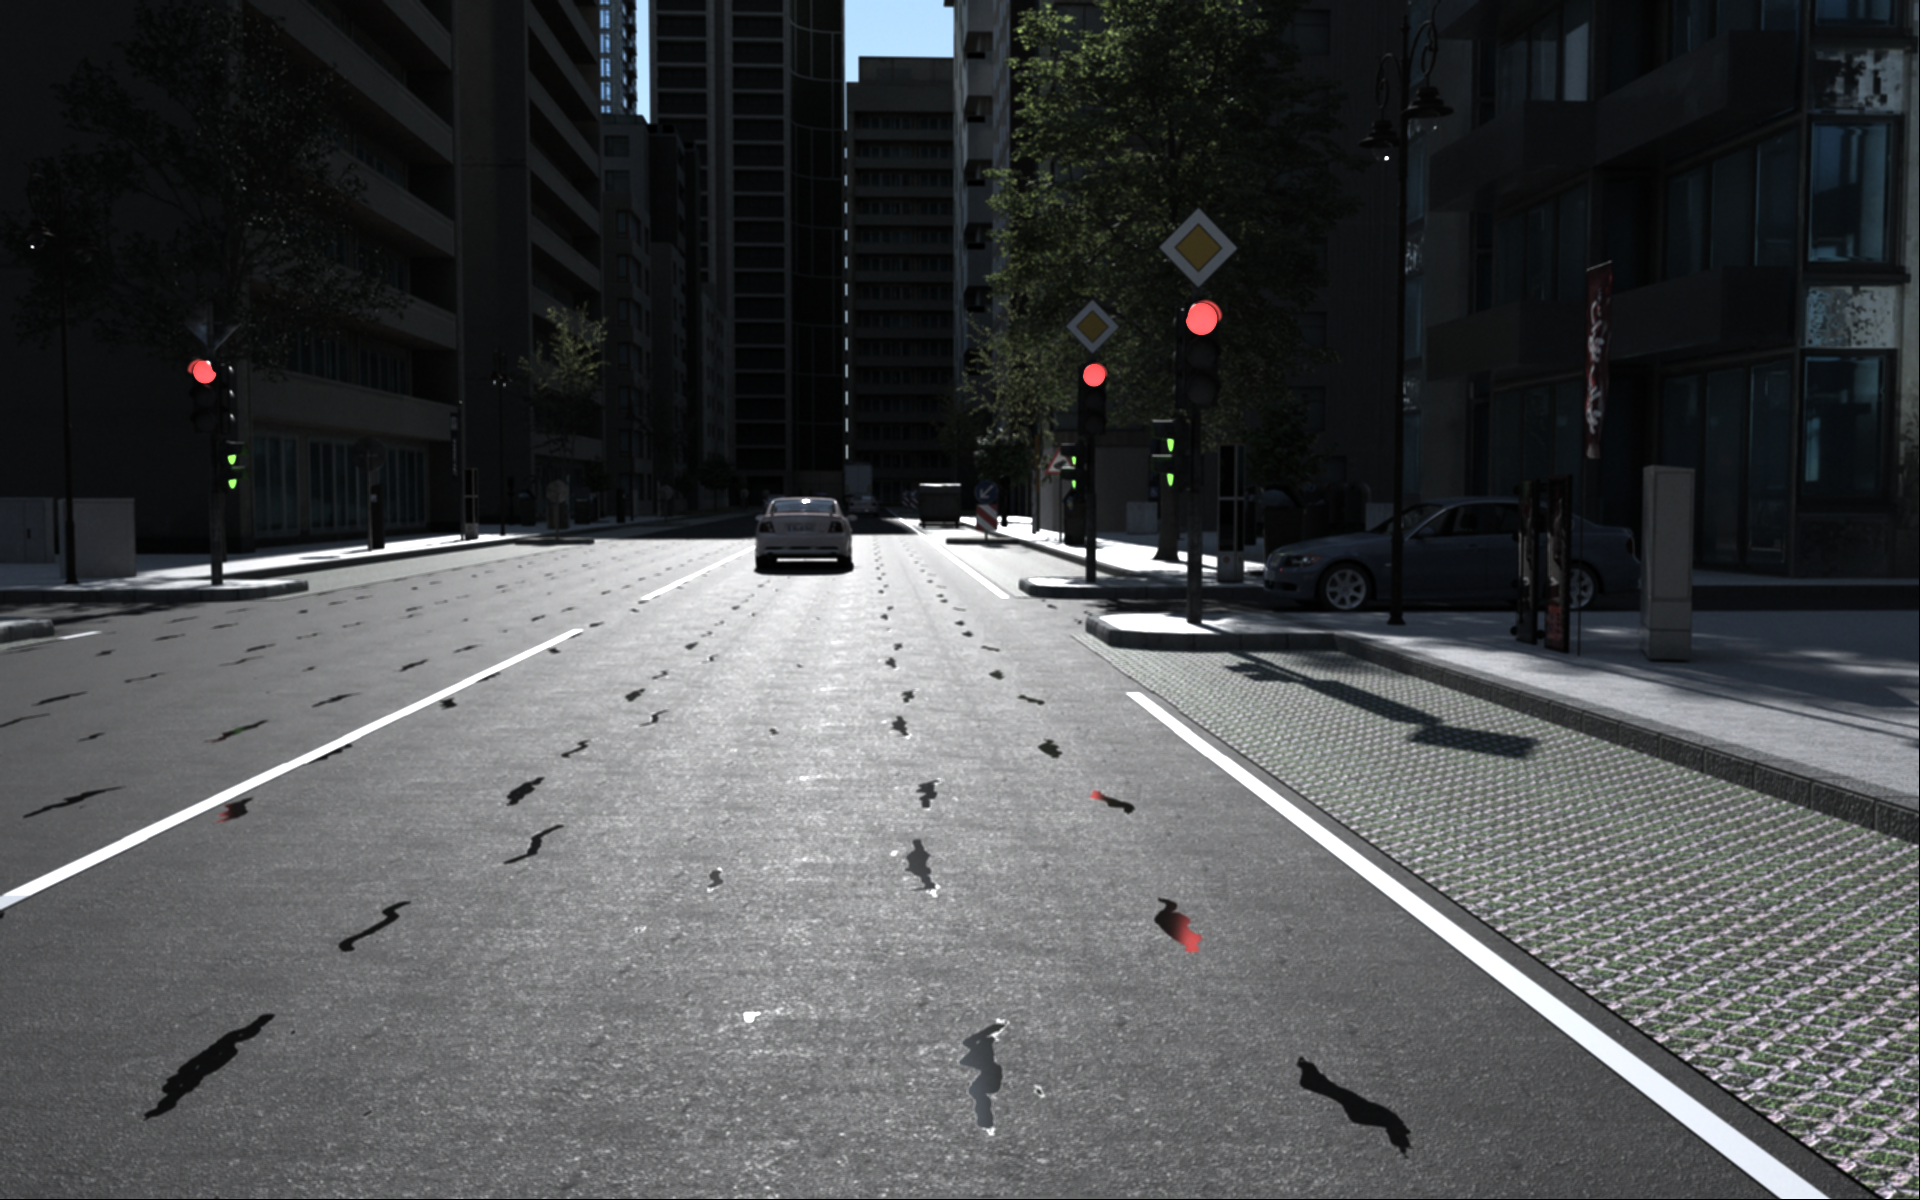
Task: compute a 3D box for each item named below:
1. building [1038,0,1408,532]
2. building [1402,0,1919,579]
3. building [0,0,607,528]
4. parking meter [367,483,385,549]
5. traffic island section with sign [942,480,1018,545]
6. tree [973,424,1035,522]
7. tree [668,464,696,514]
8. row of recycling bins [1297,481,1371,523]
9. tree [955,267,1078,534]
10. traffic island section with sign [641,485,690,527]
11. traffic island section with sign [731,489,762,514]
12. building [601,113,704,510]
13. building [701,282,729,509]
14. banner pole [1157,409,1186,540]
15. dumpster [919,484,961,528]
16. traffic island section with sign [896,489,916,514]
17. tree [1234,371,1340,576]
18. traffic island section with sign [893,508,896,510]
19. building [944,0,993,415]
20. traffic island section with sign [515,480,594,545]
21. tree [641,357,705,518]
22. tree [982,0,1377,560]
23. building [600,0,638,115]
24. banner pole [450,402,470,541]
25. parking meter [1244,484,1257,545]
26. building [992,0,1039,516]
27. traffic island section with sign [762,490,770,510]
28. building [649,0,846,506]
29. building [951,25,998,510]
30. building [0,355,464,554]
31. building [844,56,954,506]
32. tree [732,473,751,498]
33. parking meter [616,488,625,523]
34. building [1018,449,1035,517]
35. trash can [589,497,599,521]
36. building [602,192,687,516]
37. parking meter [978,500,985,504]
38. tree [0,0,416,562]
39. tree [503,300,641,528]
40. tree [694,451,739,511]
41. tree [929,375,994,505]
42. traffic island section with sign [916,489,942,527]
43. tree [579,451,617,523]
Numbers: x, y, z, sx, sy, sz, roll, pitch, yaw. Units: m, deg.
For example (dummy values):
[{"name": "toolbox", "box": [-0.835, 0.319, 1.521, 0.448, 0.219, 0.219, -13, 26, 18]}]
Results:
[{"name": "building", "box": [9.782, -23.309, 64.697, 14.154, 41.232, 14.086, 0, 4, -3]}, {"name": "building", "box": [24.843, -25.403, 34.951, 30.456, 49.044, 23.786, 0, 4, -3]}, {"name": "building", "box": [-29.260, -27.999, 81.484, 21.300, 48.544, 21.600, 0, 4, -3]}, {"name": "parking meter", "box": [-13.668, -1.964, 40.515, 0.372, 1.533, 0.369, 0, 3, 0]}, {"name": "traffic island section with sign", "box": [0.604, -2.517, 49.773, 1.989, 1.847, 2.006, 0, 4, -3]}, {"name": "tree", "box": [2.060, -5.908, 80.317, 4.285, 4.588, 4.351, 0, 3, 0]}, {"name": "tree", "box": [-17.958, -7.267, 113.418, 1.663, 3.219, 1.824, 0, 3, 0]}, {"name": "row of recycling bins", "box": [11.786, -2.963, 55.564, 1.069, 1.692, 3.534, -2, 4, -32]}, {"name": "tree", "box": [2.197, -6.410, 55.165, 4.360, 8.622, 3.978, 0, 3, 0]}, {"name": "traffic island section with sign", "box": [-13.015, -4.166, 76.735, 1.989, 1.847, 2.006, 0, 4, -3]}, {"name": "traffic island section with sign", "box": [-15.649, -7.190, 126.182, 1.989, 1.847, 2.006, 0, 4, -3]}, {"name": "building", "box": [-27.813, -22.221, 135.007, 14.160, 30.474, 14.107, 0, 4, -3]}, {"name": "building", "box": [-36.914, -19.186, 158.733, 28.899, 21.520, 27.650, 0, 4, -3]}, {"name": "banner pole", "box": [5.916, -3.583, 48.600, 0.863, 3.779, 0.401, 1, 4, 18]}, {"name": "dumpster", "box": [-0.851, -4.012, 73.805, 1.865, 1.857, 1.264, 0, 4, -2]}, {"name": "traffic island section with sign", "box": [-3.498, -7.230, 126.839, 1.989, 1.847, 2.006, 0, 4, -3]}, {"name": "tree", "box": [5.190, -2.005, 27.381, 1.663, 3.219, 1.824, 0, 3, 0]}, {"name": "traffic island section with sign", "box": [-4.955, -8.885, 153.898, 1.989, 1.847, 2.006, 0, 4, -3]}, {"name": "building", "box": [13.438, -34.952, 160.704, 28.713, 52.752, 27.495, 0, 4, -3]}, {"name": "traffic island section with sign", "box": [-11.560, -2.507, 49.612, 1.989, 1.847, 2.006, 0, 4, -3]}, {"name": "tree", "box": [-16.164, -8.790, 94.077, 4.360, 8.622, 3.978, 0, 3, 0]}, {"name": "tree", "box": [4.094, -7.075, 33.809, 7.486, 12.596, 7.792, 0, 3, 0]}, {"name": "building", "box": [-49.013, -53.809, 192.441, 31.000, 86.520, 22.319, 0, 4, -3]}, {"name": "banner pole", "box": [-13.625, -3.482, 46.951, 0.401, 3.779, 0.863, 0, 4, 8]}, {"name": "parking meter", "box": [7.238, -2.140, 43.400, 0.372, 1.533, 0.369, 0, 3, 0]}, {"name": "building", "box": [9.437, -28.044, 108.631, 14.600, 45.320, 14.200, 0, 4, -3]}, {"name": "traffic island section with sign", "box": [-17.100, -8.841, 153.171, 1.989, 1.847, 2.006, 0, 4, -3]}, {"name": "building", "box": [-23.207, -46.198, 193.587, 20.611, 71.187, 20.563, 0, 4, -3]}, {"name": "building", "box": [11.223, -50.009, 130.321, 22.319, 86.520, 31.000, 0, 4, -3]}, {"name": "building", "box": [-26.588, -25.799, 45.511, 21.300, 48.544, 21.600, 0, 4, -3]}, {"name": "building", "box": [-2.188, -35.031, 196.463, 21.600, 48.544, 21.300, 0, 4, -3]}, {"name": "tree", "box": [-19.897, -9.884, 156.203, 1.663, 3.219, 1.824, 0, 3, 0]}, {"name": "parking meter", "box": [-14.986, -4.164, 76.499, 0.372, 1.533, 0.369, 0, 3, 0]}, {"name": "building", "box": [14.155, -39.823, 89.353, 20.563, 71.187, 20.611, 0, 4, -3]}, {"name": "trash can", "box": [-17.549, -4.327, 82.398, 0.748, 1.137, 0.748, 0, 3, 0]}, {"name": "building", "box": [-33.339, -16.394, 113.082, 27.650, 21.520, 28.899, 0, 4, -3]}, {"name": "parking meter", "box": [0.963, -4.279, 75.669, 0.399, 1.863, 0.255, 1, 4, 8]}, {"name": "tree", "box": [-14.056, -5.969, 32.004, 8.767, 10.594, 7.601, 1, 4, 11]}, {"name": "tree", "box": [-15.071, -7.061, 65.812, 4.360, 8.622, 3.978, 0, 3, 0]}, {"name": "tree", "box": [-18.449, -9.024, 131.249, 4.285, 4.588, 4.351, 0, 3, 0]}, {"name": "tree", "box": [0.013, -9.545, 106.426, 4.737, 8.622, 4.395, 0, 3, 0]}, {"name": "traffic island section with sign", "box": [-0.829, -4.170, 76.815, 1.989, 1.847, 2.006, 0, 4, -3]}, {"name": "tree", "box": [-16.503, -5.119, 78.296, 1.663, 3.219, 1.824, 0, 3, 0]}]
